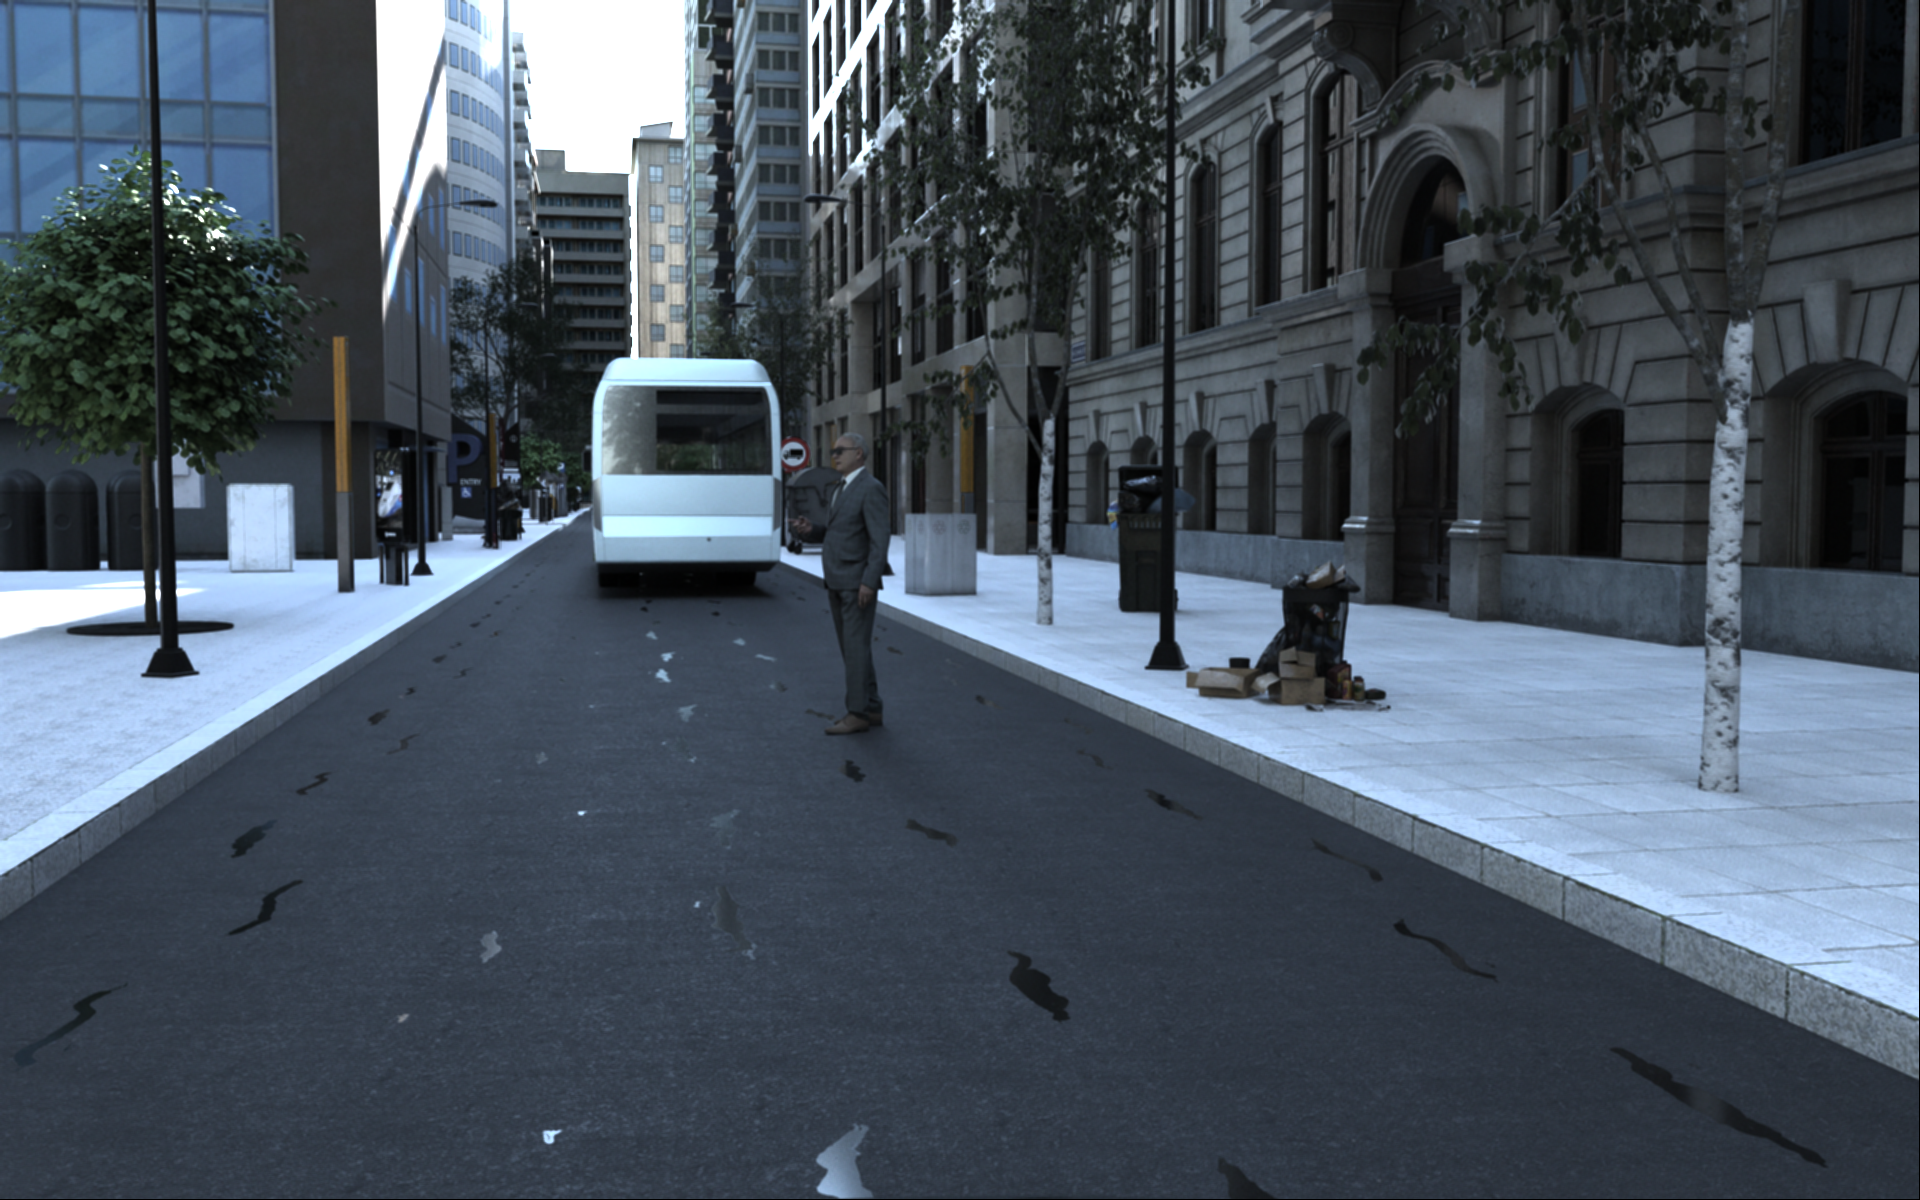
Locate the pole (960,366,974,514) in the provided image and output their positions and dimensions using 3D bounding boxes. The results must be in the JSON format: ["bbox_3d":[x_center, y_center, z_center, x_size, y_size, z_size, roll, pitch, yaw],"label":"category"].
[{"bbox_3d":[0.113,-2.066,27.628,0.158,3.312,0.155,0,3,0],"label":"pole"}]

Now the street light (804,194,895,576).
[{"bbox_3d":[-1.733,-3.337,27.101,1.470,5.913,1.316,-1,4,-11],"label":"street light"}]

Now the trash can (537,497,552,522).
[{"bbox_3d":[-19.312,-4.223,80.703,0.748,1.137,0.748,0,3,0],"label":"trash can"}]

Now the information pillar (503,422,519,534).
[{"bbox_3d":[-14.493,-3.952,55.974,0.504,3.616,0.183,-1,4,-23],"label":"information pillar"}]

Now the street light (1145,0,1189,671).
[{"bbox_3d":[0.993,-2.442,12.474,1.470,5.913,1.316,-1,4,-11],"label":"street light"}]

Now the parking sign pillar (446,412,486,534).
[{"bbox_3d":[-15.841,-4.116,55.768,1.447,3.967,1.447,0,4,5],"label":"parking sign pillar"}]

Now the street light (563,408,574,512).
[{"bbox_3d":[-18.275,-6.442,77.862,1.470,5.913,1.316,-1,4,-11],"label":"street light"}]

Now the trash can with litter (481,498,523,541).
[{"bbox_3d":[-12.596,-2.217,47.628,1.055,1.170,0.624,-3,5,-42],"label":"trash can with litter"}]

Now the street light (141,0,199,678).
[{"bbox_3d":[-5.053,-2.424,12.170,1.470,5.913,1.316,-1,4,-11],"label":"street light"}]

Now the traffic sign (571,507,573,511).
[{"bbox_3d":[-29.358,-8.003,130.951,0.768,2.556,0.104,-1,4,-10],"label":"traffic sign"}]

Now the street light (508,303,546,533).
[{"bbox_3d":[-10.945,-4.259,42.170,1.470,5.913,1.316,-1,4,-11],"label":"street light"}]

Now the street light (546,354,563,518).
[{"bbox_3d":[-14.074,-5.193,57.447,1.470,5.913,1.316,-1,4,-11],"label":"street light"}]

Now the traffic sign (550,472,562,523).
[{"bbox_3d":[-18.335,-4.550,78.033,0.795,2.450,0.064,-1,4,-11],"label":"traffic sign"}]

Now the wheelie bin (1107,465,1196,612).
[{"bbox_3d":[2.086,-0.676,18.966,0.980,1.594,0.693,1,4,10],"label":"wheelie bin"}]

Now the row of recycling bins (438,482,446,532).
[{"bbox_3d":[-18.940,-3.134,58.355,3.534,1.692,1.069,0,4,7],"label":"row of recycling bins"}]

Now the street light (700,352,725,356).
[{"bbox_3d":[-7.795,-5.148,56.706,1.470,5.913,1.316,-1,4,-11],"label":"street light"}]

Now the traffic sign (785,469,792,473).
[{"bbox_3d":[-4.646,-2.684,43.883,0.884,2.594,0.081,-1,4,-10],"label":"traffic sign"}]

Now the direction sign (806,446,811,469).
[{"bbox_3d":[-7.101,-5.524,82.308,0.379,3.537,0.876,1,4,20],"label":"direction sign"}]

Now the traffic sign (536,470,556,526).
[{"bbox_3d":[-16.764,-4.071,70.204,0.795,2.450,0.064,-1,4,-11],"label":"traffic sign"}]

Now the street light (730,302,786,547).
[{"bbox_3d":[-4.871,-4.262,42.232,1.470,5.913,1.316,-1,4,-11],"label":"street light"}]

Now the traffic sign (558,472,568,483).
[{"bbox_3d":[-23.216,-6.162,100.853,0.768,2.556,0.104,0,4,-2],"label":"traffic sign"}]

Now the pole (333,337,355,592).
[{"bbox_3d":[-8.029,-1.757,22.567,0.158,3.312,0.155,0,3,0],"label":"pole"}]

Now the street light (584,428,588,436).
[{"bbox_3d":[-23.955,-8.223,106.990,1.470,5.913,1.316,-1,4,-11],"label":"street light"}]

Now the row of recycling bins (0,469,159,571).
[{"bbox_3d":[-15.342,-1.349,29.170,3.534,1.692,1.069,0,4,-4],"label":"row of recycling bins"}]

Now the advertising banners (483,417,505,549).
[{"bbox_3d":[-10.904,-2.713,40.541,0.090,3.025,2.074,-2,4,-28],"label":"advertising banners"}]

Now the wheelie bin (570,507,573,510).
[{"bbox_3d":[-31.606,-8.127,140.787,0.980,1.594,0.693,-2,4,-32],"label":"wheelie bin"}]

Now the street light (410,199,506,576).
[{"bbox_3d":[-7.976,-3.350,27.312,1.470,5.913,1.316,-1,4,-11],"label":"street light"}]

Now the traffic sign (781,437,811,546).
[{"bbox_3d":[-3.701,-2.349,38.512,0.768,2.556,0.104,-1,4,-9],"label":"traffic sign"}]

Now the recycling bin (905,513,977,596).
[{"bbox_3d":[-0.250,-0.590,22.207,0.722,1.027,0.722,-2,4,-26],"label":"recycling bin"}]

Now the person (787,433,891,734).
[{"bbox_3d":[-0.718,-0.114,10.535,0.590,1.801,0.661,-2,4,-30],"label":"person"}]

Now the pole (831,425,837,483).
[{"bbox_3d":[-3.712,-3.497,51.021,0.158,3.312,0.155,0,3,0],"label":"pole"}]

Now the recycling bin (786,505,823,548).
[{"bbox_3d":[-3.690,-1.761,41.351,0.722,1.027,0.722,-2,4,-35],"label":"recycling bin"}]

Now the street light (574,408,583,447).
[{"bbox_3d":[-21.023,-7.329,92.371,1.470,5.913,1.316,-1,4,-11],"label":"street light"}]

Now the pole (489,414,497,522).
[{"bbox_3d":[-11.858,-3.066,43.973,0.158,3.312,0.155,0,3,0],"label":"pole"}]

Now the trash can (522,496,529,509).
[{"bbox_3d":[-37.733,-8.488,150.429,0.748,1.137,0.748,0,3,0],"label":"trash can"}]

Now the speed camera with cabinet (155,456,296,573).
[{"bbox_3d":[-12.004,-2.078,28.311,2.038,3.252,0.660,-1,4,-16],"label":"speed camera with cabinet"}]

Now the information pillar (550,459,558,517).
[{"bbox_3d":[-22.885,-6.499,97.612,0.183,3.616,0.504,3,5,44],"label":"information pillar"}]
